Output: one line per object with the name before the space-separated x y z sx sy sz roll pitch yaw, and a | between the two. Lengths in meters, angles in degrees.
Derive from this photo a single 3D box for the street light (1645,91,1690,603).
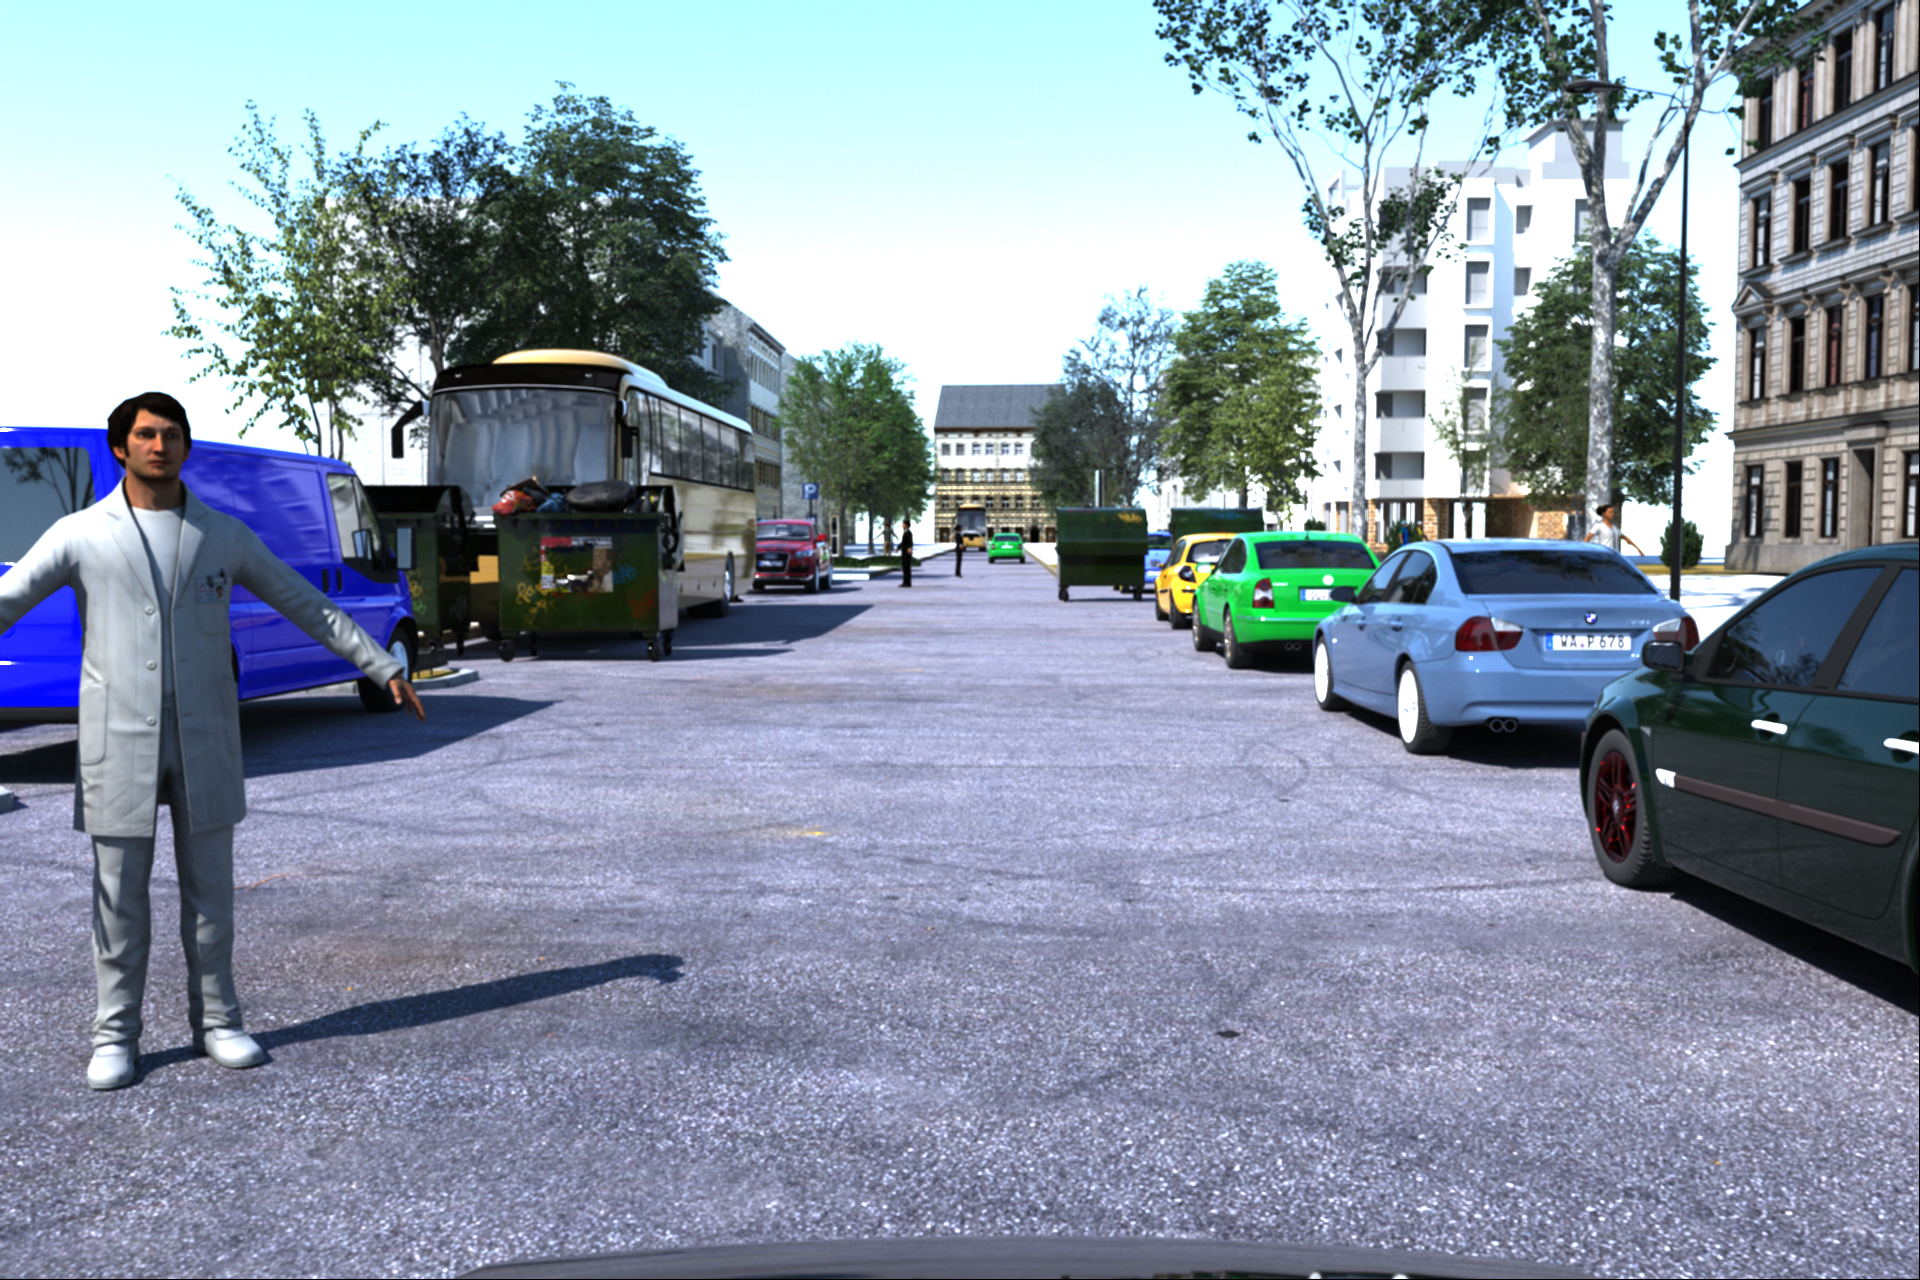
street light | 7.971 -2.770 17.835 1.470 5.913 1.316 0 4 1

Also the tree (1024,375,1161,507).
tree | 9.952 -13.457 130.394 12.009 13.543 11.850 0 3 0

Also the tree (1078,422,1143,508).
tree | 8.895 -9.597 107.271 4.360 8.622 3.978 0 3 0

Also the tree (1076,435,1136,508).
tree | 9.345 -10.290 118.600 4.360 8.622 3.978 0 3 0

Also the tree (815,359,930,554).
tree | -5.734 -11.849 111.854 7.486 12.596 7.792 0 3 0

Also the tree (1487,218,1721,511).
tree | 26.581 -10.066 71.236 9.857 13.997 8.962 0 3 0

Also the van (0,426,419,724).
van | -5.494 -0.481 12.242 2.240 2.365 5.245 0 4 1

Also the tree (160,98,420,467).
tree | -10.940 -4.822 29.199 4.737 8.622 4.395 0 3 0

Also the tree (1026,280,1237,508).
tree | 8.346 -10.662 84.694 12.009 13.543 11.850 0 3 0

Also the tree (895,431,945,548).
tree | -4.886 -14.360 160.549 9.928 11.665 9.643 0 3 0

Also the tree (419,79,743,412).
tree | -11.023 -8.808 50.658 9.857 13.997 8.962 0 3 0

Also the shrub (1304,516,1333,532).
shrub | 13.496 -3.776 66.154 1.690 2.028 1.600 0 3 0

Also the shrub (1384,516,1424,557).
shrub | 18.333 -4.103 71.500 1.690 2.028 1.600 0 3 0

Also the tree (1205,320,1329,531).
tree | 10.653 -6.629 58.739 4.737 8.622 4.395 0 3 0

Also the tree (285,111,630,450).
tree | -10.746 -6.304 37.486 8.767 10.594 7.601 1 4 23

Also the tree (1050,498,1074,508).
tree | 10.142 -12.742 158.695 4.737 8.622 4.395 0 3 0

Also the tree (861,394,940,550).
tree | -5.444 -13.456 138.131 7.486 12.596 7.792 0 3 0

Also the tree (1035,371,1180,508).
tree | 8.676 -10.007 98.031 8.767 10.594 7.601 -1 4 -18

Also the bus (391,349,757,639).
bus | -5.251 -2.158 26.836 2.896 3.916 12.252 0 4 1

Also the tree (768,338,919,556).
tree | -6.072 -10.091 90.747 9.928 11.665 9.643 0 3 0

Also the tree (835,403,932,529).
tree | -5.611 -12.403 128.549 9.928 11.665 9.643 0 3 0

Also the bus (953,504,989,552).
bus | 1.007 -9.313 143.820 2.896 3.916 12.252 0 4 1

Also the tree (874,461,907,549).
tree | -5.706 -12.030 147.045 4.737 8.622 4.395 0 3 0

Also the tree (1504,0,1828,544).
tree | 11.086 -10.394 25.829 12.611 20.169 13.585 0 3 0

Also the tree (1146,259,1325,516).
tree | 11.513 -9.429 72.296 7.486 12.596 7.792 0 3 0

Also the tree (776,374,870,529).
tree | -6.816 -7.921 79.879 4.360 8.622 3.978 0 3 0

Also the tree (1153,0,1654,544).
tree | 11.834 -11.538 44.530 12.611 20.169 13.585 0 3 0

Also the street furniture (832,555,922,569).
street furniture | -6.631 -3.130 66.809 10.072 0.657 5.734 0 4 6

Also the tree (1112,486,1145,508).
tree | 23.243 -19.283 249.684 7.601 10.594 8.767 0 4 7

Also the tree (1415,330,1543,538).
tree | 18.161 -6.873 62.742 4.360 8.622 3.978 0 3 0

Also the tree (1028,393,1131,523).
tree | 10.348 -14.824 149.024 9.857 13.997 8.962 0 3 0

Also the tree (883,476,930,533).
tree | -7.689 -20.410 251.826 7.486 12.596 7.792 0 3 0

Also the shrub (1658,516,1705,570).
shrub | 25.996 -3.548 62.435 1.690 2.028 1.600 0 3 0

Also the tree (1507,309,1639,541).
tree | 20.271 -6.478 56.279 4.360 8.622 3.978 0 3 0
